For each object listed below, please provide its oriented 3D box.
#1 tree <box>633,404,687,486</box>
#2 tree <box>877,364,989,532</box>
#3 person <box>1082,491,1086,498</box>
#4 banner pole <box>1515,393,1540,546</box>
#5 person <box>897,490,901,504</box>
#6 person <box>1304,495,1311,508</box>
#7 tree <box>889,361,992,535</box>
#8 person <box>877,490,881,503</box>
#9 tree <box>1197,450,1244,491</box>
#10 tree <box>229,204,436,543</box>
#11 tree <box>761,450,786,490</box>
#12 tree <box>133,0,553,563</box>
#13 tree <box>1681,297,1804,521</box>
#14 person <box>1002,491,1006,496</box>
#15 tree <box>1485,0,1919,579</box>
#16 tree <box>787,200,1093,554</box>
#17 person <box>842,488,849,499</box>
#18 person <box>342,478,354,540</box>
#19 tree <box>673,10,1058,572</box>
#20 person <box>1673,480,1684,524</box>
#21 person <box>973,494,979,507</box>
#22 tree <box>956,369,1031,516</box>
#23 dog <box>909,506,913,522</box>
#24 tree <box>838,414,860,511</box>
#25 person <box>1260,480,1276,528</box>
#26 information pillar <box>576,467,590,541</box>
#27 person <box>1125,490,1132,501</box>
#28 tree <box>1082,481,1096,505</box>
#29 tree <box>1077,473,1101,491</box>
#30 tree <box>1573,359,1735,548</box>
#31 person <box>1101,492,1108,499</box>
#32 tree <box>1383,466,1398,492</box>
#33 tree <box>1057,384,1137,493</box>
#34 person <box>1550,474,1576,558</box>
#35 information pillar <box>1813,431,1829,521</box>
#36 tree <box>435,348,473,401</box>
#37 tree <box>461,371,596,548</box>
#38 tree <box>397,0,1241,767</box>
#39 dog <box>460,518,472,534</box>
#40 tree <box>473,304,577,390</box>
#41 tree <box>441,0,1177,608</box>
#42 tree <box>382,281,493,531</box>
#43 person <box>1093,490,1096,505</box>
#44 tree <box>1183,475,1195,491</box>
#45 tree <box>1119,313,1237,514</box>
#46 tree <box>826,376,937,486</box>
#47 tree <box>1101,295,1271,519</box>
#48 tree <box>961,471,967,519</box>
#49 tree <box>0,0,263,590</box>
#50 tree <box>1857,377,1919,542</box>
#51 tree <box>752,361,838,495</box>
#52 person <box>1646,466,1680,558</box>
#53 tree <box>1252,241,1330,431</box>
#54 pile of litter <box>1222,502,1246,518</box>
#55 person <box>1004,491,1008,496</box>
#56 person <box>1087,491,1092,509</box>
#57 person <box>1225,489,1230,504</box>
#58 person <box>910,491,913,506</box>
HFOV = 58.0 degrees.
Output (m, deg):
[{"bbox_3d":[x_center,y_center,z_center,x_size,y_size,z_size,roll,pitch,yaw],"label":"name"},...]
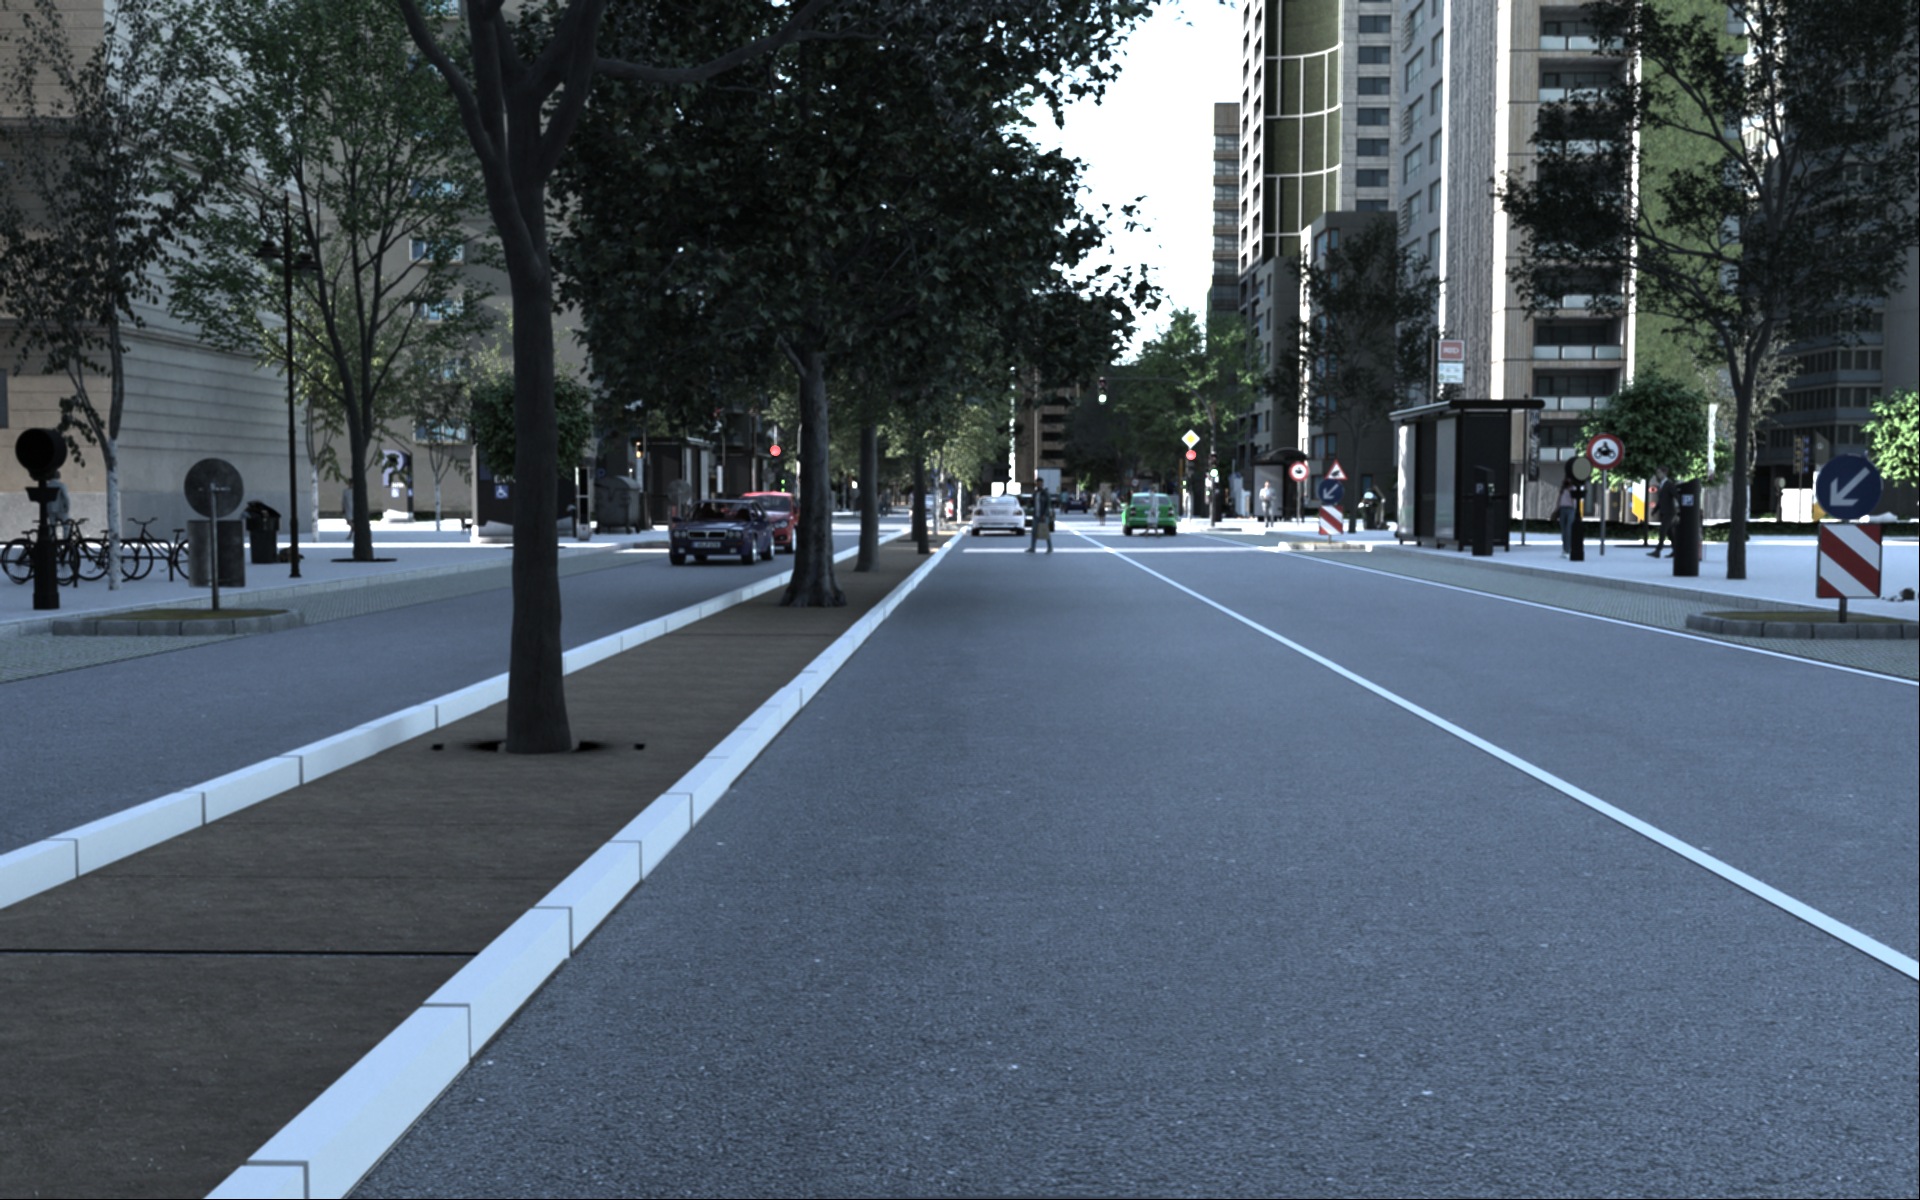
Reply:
[{"bbox_3d":[-15.111,-8.510,89.507,4.737,8.622,4.395,0,3,0],"label":"tree"},{"bbox_3d":[-0.805,-6.843,64.709,4.737,8.622,4.395,0,3,0],"label":"tree"},{"bbox_3d":[11.245,-9.127,158.660,0.436,1.711,0.756,-1,4,-9],"label":"person"},{"bbox_3d":[14.118,-3.234,42.898,0.401,3.779,0.863,-1,4,-15],"label":"banner pole"},{"bbox_3d":[-7.714,-13.054,219.457,0.705,1.826,1.348,1,4,10],"label":"person"},{"bbox_3d":[21.174,-5.791,105.732,0.505,1.210,0.382,1,4,16],"label":"person"},{"bbox_3d":[-0.868,-6.538,59.723,4.360,8.622,3.978,0,3,0],"label":"tree"},{"bbox_3d":[-9.855,-12.343,208.365,1.217,1.766,0.721,3,5,42],"label":"person"},{"bbox_3d":[19.094,-8.781,127.288,4.285,4.588,4.351,0,3,0],"label":"tree"},{"bbox_3d":[-16.617,-5.795,45.116,4.737,8.622,4.395,0,3,0],"label":"tree"},{"bbox_3d":[-13.912,-8.454,121.943,4.285,4.588,4.351,0,3,0],"label":"tree"},{"bbox_3d":[-11.434,-6.543,32.733,9.928,11.665,9.643,0,3,0],"label":"tree"},{"bbox_3d":[29.065,-6.966,64.250,4.360,8.622,3.978,0,3,0],"label":"tree"},{"bbox_3d":[4.338,-9.643,166.845,1.217,1.739,0.721,1,4,17],"label":"person"},{"bbox_3d":[11.456,-5.582,25.681,7.601,10.594,8.767,-3,4,-39],"label":"tree"},{"bbox_3d":[-0.833,-6.376,41.124,8.767,10.594,7.601,0,4,1],"label":"tree"},{"bbox_3d":[-11.212,-9.743,165.423,1.350,1.814,0.705,2,4,30],"label":"person"},{"bbox_3d":[-16.925,-2.538,48.294,0.760,1.731,0.466,2,4,34],"label":"person"},{"bbox_3d":[-1.778,-6.806,31.868,7.486,12.596,7.792,0,3,0],"label":"tree"},{"bbox_3d":[25.057,-3.290,60.328,0.515,1.767,0.782,1,4,14],"label":"person"},{"bbox_3d":[1.646,-10.693,184.044,0.721,1.735,1.217,-3,4,-36],"label":"person"},{"bbox_3d":[1.667,-12.530,133.073,9.928,11.665,9.643,0,3,0],"label":"tree"},{"bbox_3d":[-2.243,-4.372,88.312,0.800,0.831,0.513,-1,4,-11],"label":"dog"},{"bbox_3d":[-8.963,-11.191,133.329,4.360,8.622,3.978,0,3,0],"label":"tree"},{"bbox_3d":[11.756,-3.661,66.101,0.606,1.804,0.583,0,4,6],"label":"person"},{"bbox_3d":[-10.307,-2.618,47.299,0.304,2.012,0.304,-2,4,-24],"label":"information pillar"},{"bbox_3d":[20.688,-12.557,211.312,1.348,1.831,0.705,-2,4,-31],"label":"person"},{"bbox_3d":[15.930,-13.258,211.367,1.663,3.219,1.824,0,3,0],"label":"tree"},{"bbox_3d":[16.699,-14.704,224.121,4.285,4.588,4.351,0,3,0],"label":"tree"},{"bbox_3d":[16.722,-3.558,41.881,4.285,4.588,4.351,0,3,0],"label":"tree"},{"bbox_3d":[19.153,-13.560,230.992,1.217,1.735,0.721,0,4,6],"label":"person"},{"bbox_3d":[25.717,-6.521,101.224,1.663,3.219,1.824,0,3,0],"label":"tree"},{"bbox_3d":[15.672,-17.708,196.188,9.857,13.997,8.962,0,3,0],"label":"tree"},{"bbox_3d":[12.254,-1.731,34.935,0.593,1.750,0.643,3,5,44],"label":"person"},{"bbox_3d":[32.012,-4.468,64.414,0.504,3.616,0.183,1,4,9],"label":"information pillar"},{"bbox_3d":[-17.773,-6.185,51.483,4.737,8.622,4.395,0,3,0],"label":"tree"},{"bbox_3d":[-10.201,-3.516,41.203,4.285,4.588,4.351,0,3,0],"label":"tree"},{"bbox_3d":[-2.319,-5.887,9.087,12.009,13.543,11.850,0,3,0],"label":"tree"},{"bbox_3d":[-15.853,-2.378,55.709,0.406,0.507,0.540,-1,4,-14],"label":"dog"},{"bbox_3d":[-16.489,-7.008,64.947,4.737,8.622,4.395,0,3,0],"label":"tree"},{"bbox_3d":[-1.867,-6.269,21.959,9.611,12.733,9.660,0,3,0],"label":"tree"},{"bbox_3d":[-18.069,-6.688,59.706,4.360,8.622,3.978,0,3,0],"label":"tree"},{"bbox_3d":[15.790,-12.006,203.015,0.551,1.740,0.621,3,4,39],"label":"person"},{"bbox_3d":[19.307,-9.293,146.533,1.663,3.219,1.824,0,3,0],"label":"tree"},{"bbox_3d":[13.699,-11.633,108.332,7.486,12.596,7.792,0,3,0],"label":"tree"},{"bbox_3d":[-7.760,-14.766,148.087,9.857,13.997,8.962,0,3,0],"label":"tree"},{"bbox_3d":[12.780,-10.123,91.270,9.928,11.665,9.643,0,3,0],"label":"tree"},{"bbox_3d":[-1.023,-14.843,101.034,12.611,20.169,13.585,0,3,0],"label":"tree"},{"bbox_3d":[-11.563,-4.437,22.912,4.360,8.622,3.978,0,3,0],"label":"tree"},{"bbox_3d":[25.795,-3.836,46.425,4.285,4.588,4.351,0,3,0],"label":"tree"},{"bbox_3d":[-8.981,-8.668,92.078,4.360,8.622,3.978,0,3,0],"label":"tree"},{"bbox_3d":[14.160,-1.776,34.862,0.755,1.850,0.659,0,3,0],"label":"person"},{"bbox_3d":[13.168,-7.465,56.459,7.601,10.594,8.767,-1,4,-17],"label":"tree"},{"bbox_3d":[14.661,-4.823,92.818,1.176,0.858,1.719,-1,4,-15],"label":"pile of litter"},{"bbox_3d":[4.430,-9.432,163.651,0.436,1.711,0.756,-2,4,-25],"label":"person"},{"bbox_3d":[12.208,-9.434,163.300,0.434,1.755,0.990,-1,4,-15],"label":"person"},{"bbox_3d":[23.608,-8.924,152.463,0.721,1.766,1.217,0,4,3],"label":"person"},{"bbox_3d":[-4.398,-9.121,158.562,0.436,1.711,0.756,1,4,19],"label":"person"}]
